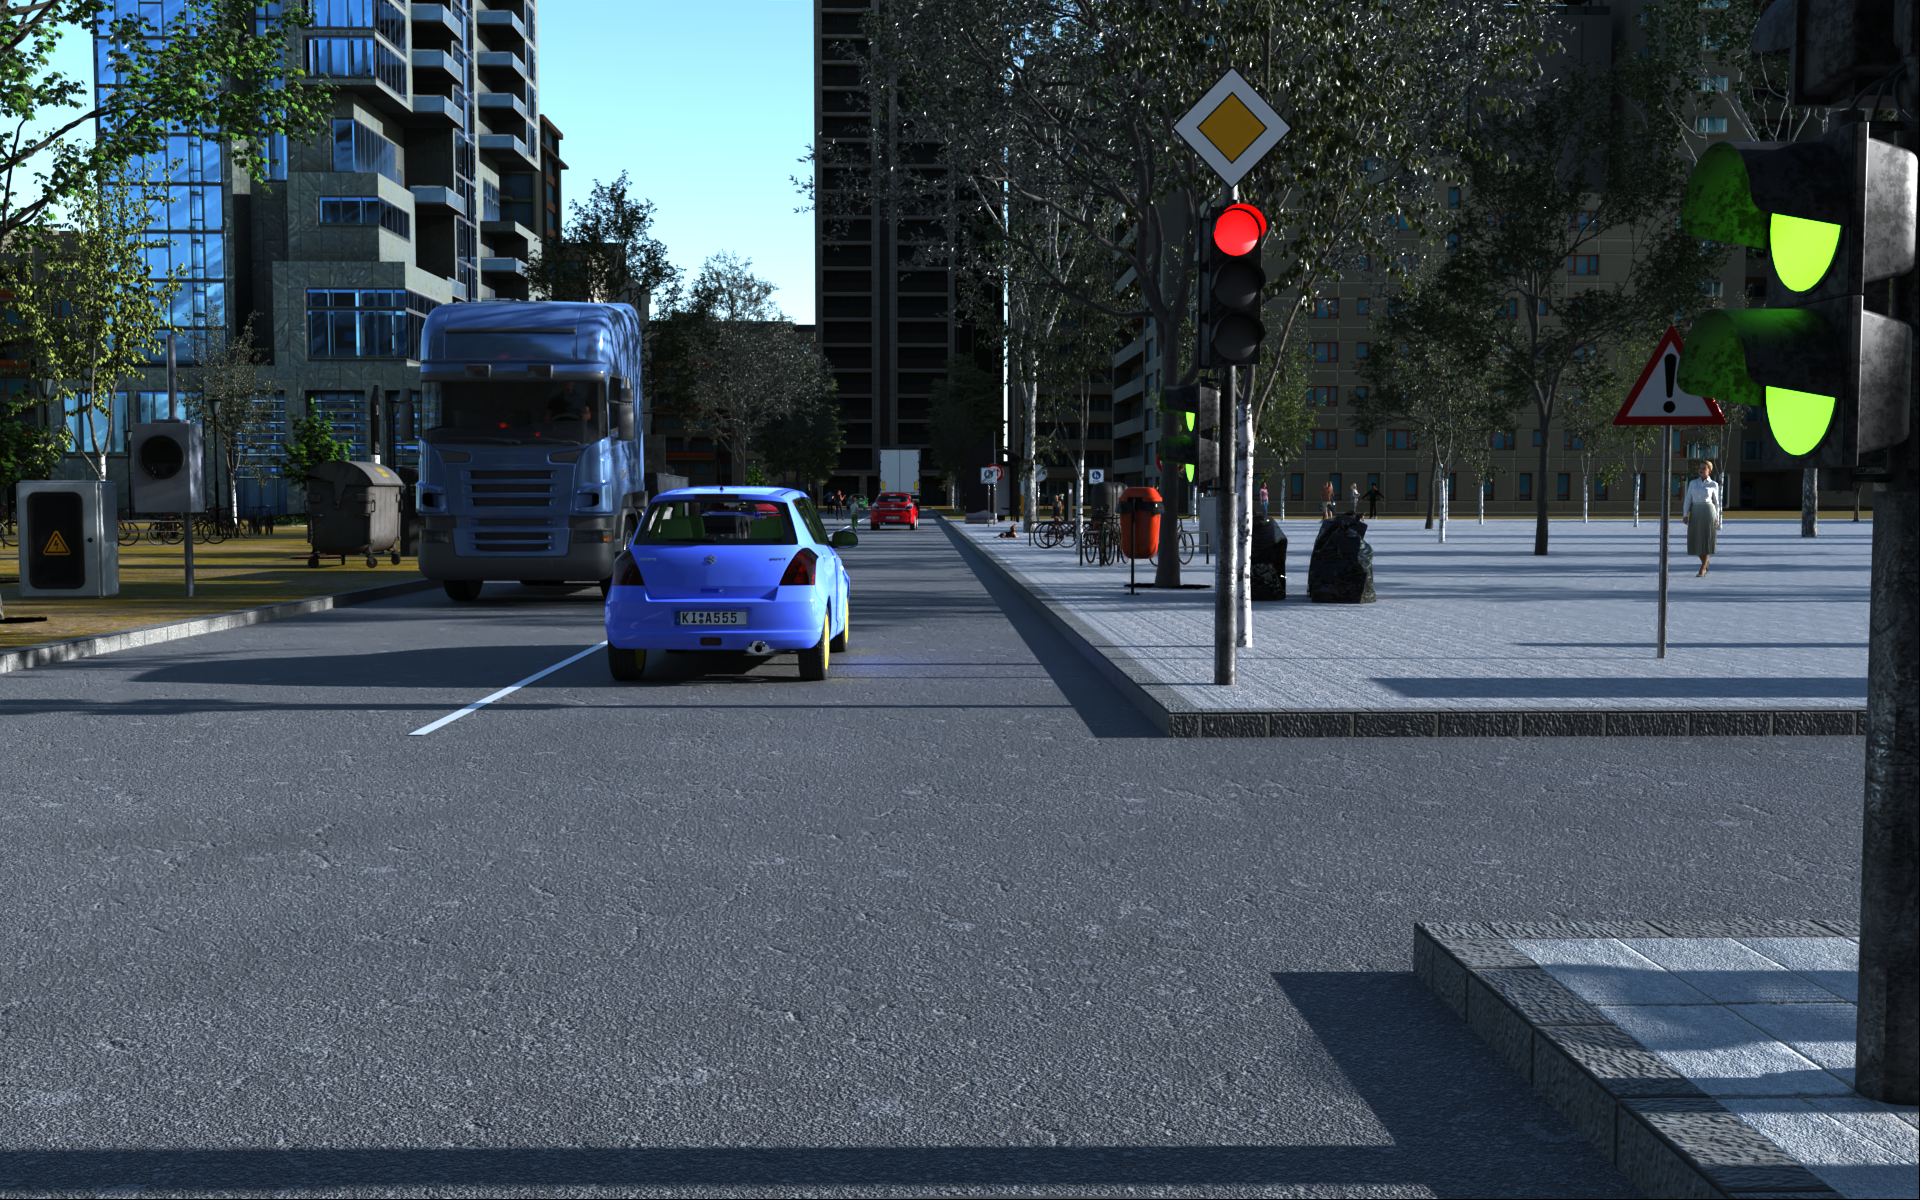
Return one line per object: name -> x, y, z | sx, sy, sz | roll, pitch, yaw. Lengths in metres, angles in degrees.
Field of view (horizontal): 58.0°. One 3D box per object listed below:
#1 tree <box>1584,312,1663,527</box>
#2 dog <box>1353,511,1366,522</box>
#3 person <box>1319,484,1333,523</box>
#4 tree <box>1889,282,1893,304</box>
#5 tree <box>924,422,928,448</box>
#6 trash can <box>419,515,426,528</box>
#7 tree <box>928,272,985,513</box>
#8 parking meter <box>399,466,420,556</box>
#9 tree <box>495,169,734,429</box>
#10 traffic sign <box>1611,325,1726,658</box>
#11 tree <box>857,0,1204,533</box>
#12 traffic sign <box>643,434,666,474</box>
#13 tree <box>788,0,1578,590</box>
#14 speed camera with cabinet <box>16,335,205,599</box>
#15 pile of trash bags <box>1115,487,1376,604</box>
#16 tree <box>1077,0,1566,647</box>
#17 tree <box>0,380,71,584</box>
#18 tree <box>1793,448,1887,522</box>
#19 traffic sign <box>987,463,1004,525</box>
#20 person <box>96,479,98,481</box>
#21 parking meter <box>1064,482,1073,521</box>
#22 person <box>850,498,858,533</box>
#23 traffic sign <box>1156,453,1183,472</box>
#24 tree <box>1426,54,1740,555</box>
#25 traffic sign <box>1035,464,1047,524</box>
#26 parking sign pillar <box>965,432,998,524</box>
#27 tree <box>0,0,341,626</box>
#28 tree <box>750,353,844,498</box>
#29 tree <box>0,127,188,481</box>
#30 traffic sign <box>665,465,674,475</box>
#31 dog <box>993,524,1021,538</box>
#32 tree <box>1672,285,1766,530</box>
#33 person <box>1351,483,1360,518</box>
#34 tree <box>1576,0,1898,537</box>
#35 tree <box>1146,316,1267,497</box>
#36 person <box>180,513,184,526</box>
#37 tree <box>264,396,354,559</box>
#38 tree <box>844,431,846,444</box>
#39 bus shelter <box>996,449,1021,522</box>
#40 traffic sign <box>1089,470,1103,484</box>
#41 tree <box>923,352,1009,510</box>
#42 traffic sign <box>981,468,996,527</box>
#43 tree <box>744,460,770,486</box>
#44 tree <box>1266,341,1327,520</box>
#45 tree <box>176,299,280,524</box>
tree -> 26.313, -7.150, 67.259 | 4.737, 8.622, 4.395 | 0, 3, 0
dog -> 18.055, -3.767, 78.422 | 0.540, 0.507, 0.406 | -1, 4, -17
person -> 16.403, -4.360, 77.517 | 0.728, 1.800, 0.709 | 2, 4, 24
tree -> 22.327, -5.349, 37.819 | 4.737, 8.622, 4.395 | 0, 3, 0
tree -> -0.331, -10.119, 115.809 | 4.360, 8.622, 3.978 | 0, 3, 0
trash can -> -12.858, -1.806, 41.187 | 0.748, 1.137, 0.748 | 0, 3, 0
tree -> 2.333, -5.272, 36.554 | 4.360, 8.622, 3.978 | 0, 3, 0
parking meter -> -11.358, -1.836, 35.737 | 0.399, 1.863, 0.255 | 3, 4, 38
tree -> -10.473, -7.045, 49.600 | 7.601, 10.594, 8.767 | 1, 4, 15
traffic sign -> 5.485, -0.823, 13.467 | 0.884, 2.594, 0.081 | 0, 4, -1
tree -> 3.768, -12.293, 56.881 | 12.611, 20.169, 13.585 | 0, 3, 0
traffic sign -> -11.162, -3.984, 59.014 | 2.265, 3.308, 0.079 | 0, 4, 2
tree -> 2.946, -6.915, 23.427 | 12.009, 13.543, 11.850 | 0, 3, 0
speed camera with cabinet -> -10.471, -1.653, 21.359 | 2.038, 3.252, 0.660 | 0, 4, -6
pile of trash bags -> 3.564, -0.727, 21.632 | 3.447, 1.369, 1.912 | 2, 4, 26
tree -> 2.611, -3.914, 14.358 | 4.360, 8.622, 3.978 | 0, 3, 0
tree -> -14.024, -1.857, 24.969 | 1.663, 3.219, 1.824 | 0, 3, 0
tree -> 49.499, -7.155, 79.898 | 20.602, 7.101, 11.467 | -1, 4, -19
traffic sign -> 1.429, -4.401, 72.061 | 0.768, 2.556, 0.104 | 0, 3, 0
person -> -30.645, -3.433, 61.981 | 0.447, 1.846, 0.655 | 1, 4, 21
parking meter -> 5.061, -4.596, 80.857 | 0.255, 1.863, 0.399 | 3, 5, 39
person -> -3.906, -3.138, 64.052 | 0.306, 1.304, 0.590 | 0, 4, -3
traffic sign -> 5.623, -2.834, 46.441 | 0.768, 2.556, 0.104 | 0, 3, 0
tree -> 12.514, -6.224, 36.181 | 7.601, 10.594, 8.767 | -2, 4, -28
traffic sign -> 3.356, -4.540, 74.335 | 0.768, 2.556, 0.104 | 0, 4, 8
parking sign pillar -> 0.918, -5.292, 74.994 | 1.447, 3.967, 1.447 | 1, 4, 18
tree -> -9.810, -5.563, 16.719 | 9.928, 11.665, 9.643 | 0, 3, 0
tree -> -13.244, -13.369, 136.714 | 7.486, 12.596, 7.792 | 0, 3, 0
tree -> -17.240, -5.139, 34.393 | 4.737, 8.622, 4.395 | 0, 3, 0
traffic sign -> -12.812, -4.599, 75.298 | 0.768, 2.556, 0.104 | 0, 4, 0
dog -> 1.377, -2.019, 50.744 | 0.748, 0.427, 0.550 | 2, 4, 24
tree -> 26.762, -6.779, 61.192 | 4.360, 8.622, 3.978 | 0, 3, 0
person -> 18.882, -4.675, 82.662 | 0.537, 1.800, 0.526 | -3, 5, -42
tree -> 24.495, -11.873, 50.009 | 12.611, 20.169, 13.585 | 0, 3, 0
tree -> 9.610, -7.270, 69.222 | 4.737, 8.622, 4.395 | 0, 3, 0
person -> -26.122, -2.940, 58.363 | 0.306, 1.304, 0.590 | -1, 4, -18
tree -> -12.898, -2.429, 34.310 | 1.663, 3.219, 1.824 | 0, 3, 0
tree -> -13.558, -14.296, 151.873 | 7.486, 12.596, 7.792 | 0, 3, 0
bus shelter -> 1.841, -5.301, 80.590 | 2.014, 3.302, 5.546 | 0, 4, -2
traffic sign -> 5.640, -4.254, 71.676 | 0.606, 2.300, 0.079 | 0, 4, 2
tree -> 0.469, -13.501, 138.876 | 7.486, 12.596, 7.792 | 0, 3, 0
traffic sign -> 1.117, -4.004, 67.596 | 0.606, 2.300, 0.079 | 0, 4, 0
tree -> -11.660, -6.382, 98.941 | 1.663, 3.219, 1.824 | 0, 3, 0
tree -> 15.718, -8.183, 84.154 | 4.737, 8.622, 4.395 | 0, 3, 0
tree -> -27.374, -7.012, 65.009 | 4.360, 8.622, 3.978 | 0, 3, 0
